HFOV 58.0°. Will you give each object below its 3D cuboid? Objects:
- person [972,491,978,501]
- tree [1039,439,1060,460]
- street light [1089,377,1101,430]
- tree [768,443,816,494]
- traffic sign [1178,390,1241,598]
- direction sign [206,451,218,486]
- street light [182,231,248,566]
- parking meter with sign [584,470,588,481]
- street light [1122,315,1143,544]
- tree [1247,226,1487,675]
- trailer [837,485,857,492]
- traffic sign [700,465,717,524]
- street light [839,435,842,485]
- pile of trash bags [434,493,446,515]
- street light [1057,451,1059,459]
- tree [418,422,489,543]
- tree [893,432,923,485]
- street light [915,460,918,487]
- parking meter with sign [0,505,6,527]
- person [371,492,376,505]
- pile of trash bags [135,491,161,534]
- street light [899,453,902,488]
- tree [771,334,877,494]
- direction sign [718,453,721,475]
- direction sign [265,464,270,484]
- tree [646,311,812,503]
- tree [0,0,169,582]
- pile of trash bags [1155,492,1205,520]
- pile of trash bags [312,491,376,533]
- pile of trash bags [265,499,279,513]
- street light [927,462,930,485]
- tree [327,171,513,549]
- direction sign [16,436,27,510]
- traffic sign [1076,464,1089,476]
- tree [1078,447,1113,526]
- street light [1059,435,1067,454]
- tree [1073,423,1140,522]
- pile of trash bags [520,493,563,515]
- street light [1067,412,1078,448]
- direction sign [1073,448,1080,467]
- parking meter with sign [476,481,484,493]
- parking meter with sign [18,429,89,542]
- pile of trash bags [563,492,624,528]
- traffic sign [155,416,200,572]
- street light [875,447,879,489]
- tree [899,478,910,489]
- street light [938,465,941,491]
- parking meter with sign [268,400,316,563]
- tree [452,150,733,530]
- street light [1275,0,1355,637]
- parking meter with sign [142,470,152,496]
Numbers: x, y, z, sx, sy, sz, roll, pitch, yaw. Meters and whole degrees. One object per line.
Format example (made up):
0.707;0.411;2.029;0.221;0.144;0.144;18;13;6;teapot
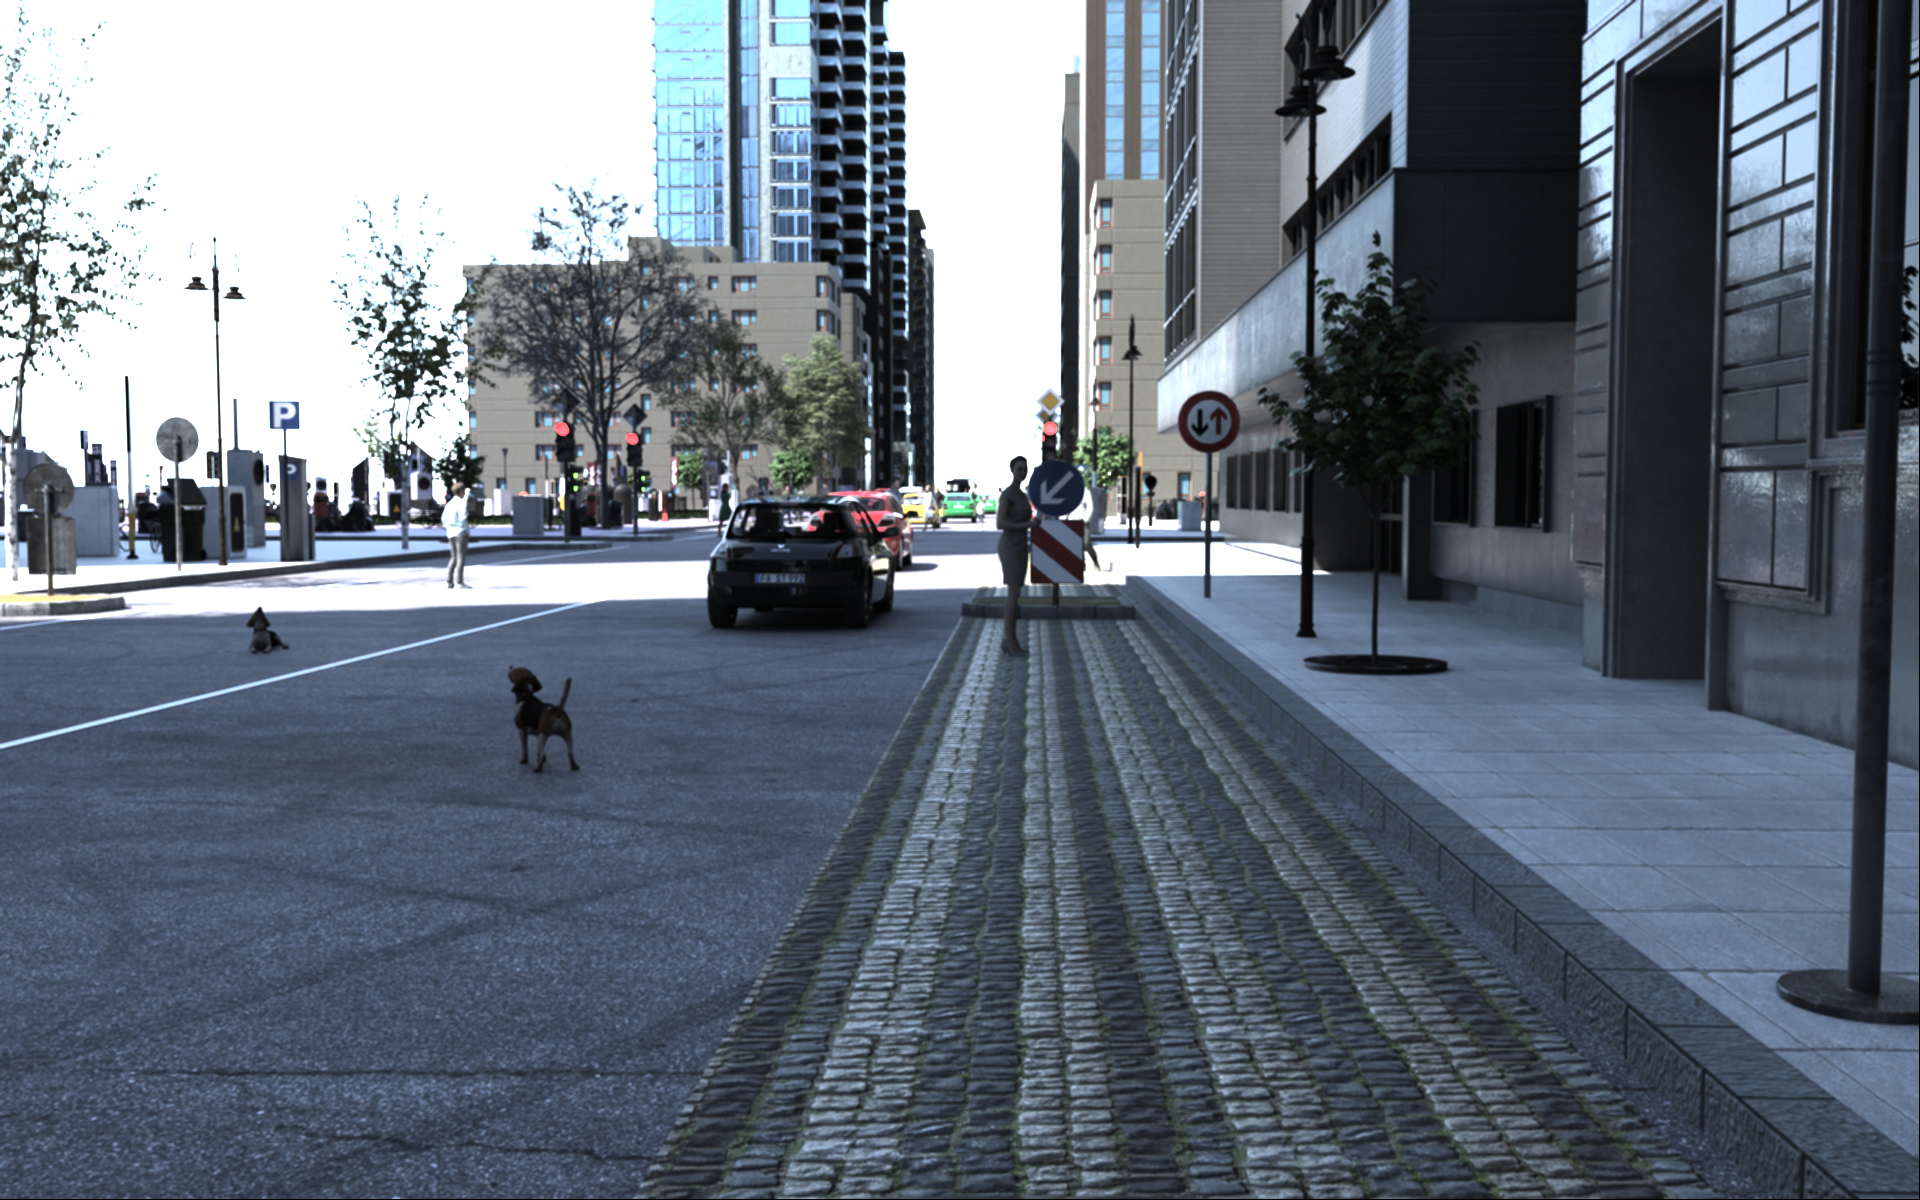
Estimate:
1.387;-8.791;152.955;0.721;1.735;1.217;-3;5;-43;person
12.114;-16.032;212.486;4.737;8.622;4.395;0;3;0;tree
5.300;-5.837;68.223;0.468;5.910;1.993;0;4;2;street light
-10.799;-7.837;111.840;4.285;4.588;4.351;0;3;0;tree
3.071;-1.304;21.420;0.768;2.556;0.104;0;4;5;traffic sign
-39.681;-6.114;91.957;0.379;3.537;0.876;1;4;19;direction sign
-13.135;-3.542;30.694;0.468;5.910;1.993;0;4;2;street light
-25.961;-7.800;123.789;1.738;3.016;0.543;-3;5;-43;parking meter with sign
4.423;-4.401;44.739;0.468;5.910;1.993;0;4;2;street light
2.926;-1.105;12.670;1.663;3.219;1.824;0;3;0;tree
-7.293;-6.356;110.975;1.471;1.999;3.904;0;4;2;trailer
-10.895;-4.584;75.058;0.768;2.556;0.104;0;4;7;traffic sign
-9.027;-9.686;131.156;0.468;5.910;1.993;0;4;2;street light
-28.938;-5.345;97.135;1.912;1.369;3.447;-1;4;-8;pile of trash bags
8.429;-10.506;144.563;0.468;5.910;1.993;0;4;2;street light
-13.249;-3.141;45.962;1.663;3.219;1.824;0;3;0;tree
-6.655;-15.642;206.100;4.360;8.622;3.978;0;3;0;tree
-5.514;-14.726;213.557;0.468;5.910;1.993;0;4;2;street light
-37.918;-4.353;67.427;0.543;3.016;1.738;1;4;9;parking meter with sign
-71.780;-12.408;212.302;0.756;1.711;0.436;-1;4;-16;person
-26.248;-2.887;56.952;3.447;1.369;1.912;3;4;36;pile of trash bags
-6.542;-13.362;191.260;0.468;5.910;1.993;0;4;2;street light
-9.774;-12.505;122.585;7.486;12.596;7.792;0;3;0;tree
-13.420;-6.393;96.528;0.379;3.537;0.876;0;4;0;direction sign
-52.375;-8.465;130.402;0.876;3.537;0.379;-3;5;-44;direction sign
-11.350;-9.366;87.549;8.767;10.594;7.601;-3;4;-38;tree
-13.894;-4.586;25.336;4.360;8.622;3.978;0;3;0;tree
11.259;-4.641;85.637;1.912;1.369;3.447;3;5;43;pile of trash bags
-21.111;-2.989;58.620;1.912;1.369;3.447;0;4;-2;pile of trash bags
-33.626;-4.421;82.042;1.912;1.369;3.447;1;4;11;pile of trash bags
-4.434;-16.521;242.903;0.468;5.910;1.993;0;4;2;street light
-12.880;-5.520;40.612;4.737;8.622;4.395;0;3;0;tree
-36.388;-4.582;66.905;0.379;3.537;0.876;1;4;20;direction sign
5.202;-4.503;73.730;0.768;2.556;0.104;0;4;4;traffic sign
5.646;-4.658;70.759;1.663;3.219;1.824;0;3;0;tree
7.730;-9.465;127.543;0.468;5.910;1.993;0;4;2;street light
6.713;-5.911;80.361;4.285;4.588;4.351;0;3;0;tree
-24.148;-5.586;101.080;3.447;1.369;1.912;1;4;15;pile of trash bags
6.479;-7.668;98.165;0.468;5.910;1.993;0;4;2;street light
5.984;-5.729;85.668;0.876;3.537;0.379;-1;4;-20;direction sign
-28.456;-6.482;102.247;0.543;3.016;1.738;-3;5;-41;parking meter with sign
-24.490;-3.088;46.750;1.738;3.016;0.543;-1;4;-11;parking meter with sign
-14.133;-3.532;67.504;1.912;1.369;3.447;0;4;-5;pile of trash bags
-12.801;-1.726;28.331;0.768;2.556;0.104;0;4;6;traffic sign
-7.732;-11.548;161.592;0.468;5.910;1.993;0;4;2;street light
-6.524;-12.630;201.094;1.663;3.219;1.824;0;3;0;tree
-3.189;-18.315;272.242;0.468;5.910;1.993;0;4;2;street light
-12.725;-2.255;33.130;0.543;3.016;1.738;-1;4;-10;parking meter with sign
-13.020;-9.315;62.669;12.009;13.543;11.850;0;3;0;tree
3.116;-2.606;15.396;0.468;5.910;1.993;0;4;2;street light
-59.426;-7.985;126.810;0.543;3.016;1.738;-1;4;-18;parking meter with sign
